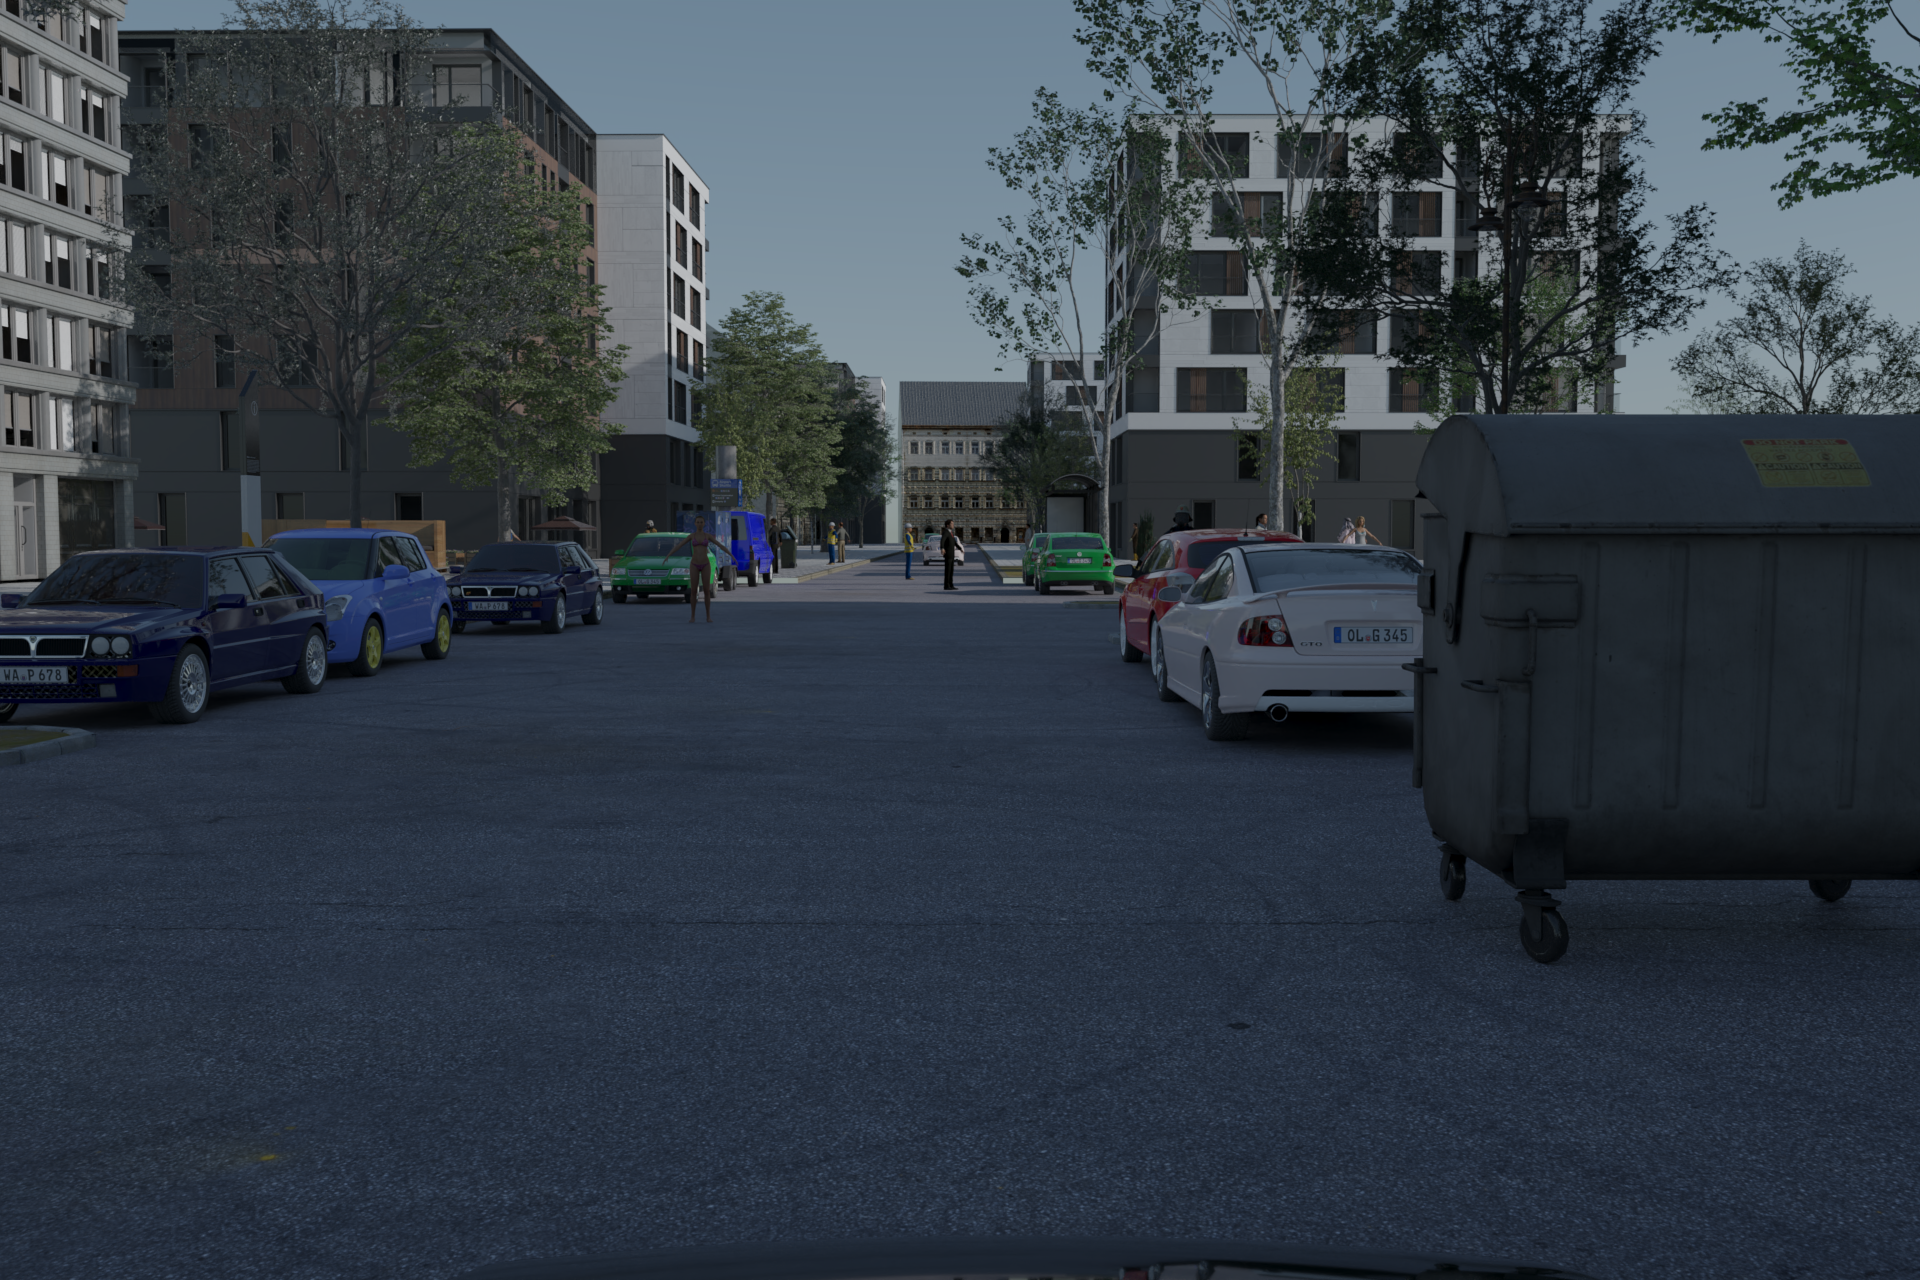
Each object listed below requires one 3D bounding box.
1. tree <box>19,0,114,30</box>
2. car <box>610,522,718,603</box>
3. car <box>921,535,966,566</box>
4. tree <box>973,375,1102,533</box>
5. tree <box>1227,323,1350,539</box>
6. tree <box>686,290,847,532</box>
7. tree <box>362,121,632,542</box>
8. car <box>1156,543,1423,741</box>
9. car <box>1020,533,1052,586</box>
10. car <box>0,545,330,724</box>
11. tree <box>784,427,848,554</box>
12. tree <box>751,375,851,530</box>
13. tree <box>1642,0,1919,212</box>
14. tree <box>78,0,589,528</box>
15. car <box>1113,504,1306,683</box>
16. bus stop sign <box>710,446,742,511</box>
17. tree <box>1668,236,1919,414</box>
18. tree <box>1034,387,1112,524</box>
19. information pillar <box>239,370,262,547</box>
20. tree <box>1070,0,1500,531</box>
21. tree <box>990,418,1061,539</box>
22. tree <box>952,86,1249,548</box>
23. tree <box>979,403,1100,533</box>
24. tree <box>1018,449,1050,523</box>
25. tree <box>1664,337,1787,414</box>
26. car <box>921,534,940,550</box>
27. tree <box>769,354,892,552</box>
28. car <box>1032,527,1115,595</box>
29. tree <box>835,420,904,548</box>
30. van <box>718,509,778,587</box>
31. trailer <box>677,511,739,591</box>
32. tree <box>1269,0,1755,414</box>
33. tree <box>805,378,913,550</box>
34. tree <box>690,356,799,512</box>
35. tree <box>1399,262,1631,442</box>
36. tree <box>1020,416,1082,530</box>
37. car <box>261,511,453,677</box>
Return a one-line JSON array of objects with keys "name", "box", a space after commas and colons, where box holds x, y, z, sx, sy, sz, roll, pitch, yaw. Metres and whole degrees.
[{"name": "tree", "box": [-12.346, -6.320, 13.710, 12.009, 13.543, 11.850, 0, 3, 0]}, {"name": "car", "box": [-6.318, -1.741, 37.263, 1.959, 1.807, 4.718, 0, 4, 0]}, {"name": "car", "box": [-0.760, -4.102, 79.422, 2.083, 1.381, 4.827, 0, 4, -1]}, {"name": "tree", "box": [6.179, -13.693, 134.254, 12.009, 13.543, 11.850, 0, 3, 0]}, {"name": "tree", "box": [11.434, -6.652, 59.122, 4.737, 8.622, 4.395, 0, 3, 0]}, {"name": "tree", "box": [-9.389, -9.992, 81.499, 7.486, 12.596, 7.792, 0, 3, 0]}, {"name": "tree", "box": [-13.260, -7.988, 48.730, 7.486, 12.596, 7.792, 0, 3, 0]}, {"name": "car", "box": [2.632, -0.063, 13.387, 2.083, 1.381, 4.827, 0, 4, 0]}, {"name": "car", "box": [2.695, -2.478, 49.317, 1.959, 1.807, 4.718, 0, 4, 0]}, {"name": "car", "box": [-6.650, -0.105, 14.295, 1.945, 1.354, 3.894, 0, 4, 0]}, {"name": "tree", "box": [-9.335, -9.767, 110.054, 4.737, 8.622, 4.395, 0, 3, 0]}, {"name": "tree", "box": [-9.331, -10.013, 98.122, 7.601, 10.594, 8.767, -3, 5, -44]}, {"name": "tree", "box": [9.058, -5.394, 13.941, 9.928, 11.665, 9.643, 0, 3, 0]}, {"name": "tree", "box": [-12.884, -7.716, 36.531, 12.009, 13.543, 11.850, 0, 3, 0]}, {"name": "car", "box": [2.723, -0.554, 18.105, 2.155, 1.783, 4.494, 0, 4, -1]}, {"name": "bus stop sign", "box": [-6.999, -3.845, 51.880, 0.837, 3.901, 0.837, 0, 4, 1]}, {"name": "tree", "box": [26.804, -7.299, 53.744, 8.767, 10.594, 7.601, 0, 4, 3]}, {"name": "tree", "box": [5.725, -8.323, 86.443, 4.360, 8.622, 3.978, 0, 3, 0]}, {"name": "information pillar", "box": [-10.061, -2.033, 24.594, 0.183, 3.616, 0.504, 0, 4, 1]}, {"name": "tree", "box": [10.085, -11.658, 46.505, 12.611, 20.169, 13.585, 0, 3, 0]}, {"name": "tree", "box": [6.417, -13.920, 153.349, 9.928, 11.665, 9.643, 0, 3, 0]}, {"name": "tree", "box": [5.673, -13.290, 73.187, 12.611, 20.169, 13.585, 0, 3, 0]}, {"name": "tree", "box": [5.861, -11.532, 122.968, 8.767, 10.594, 7.601, -1, 4, -18]}, {"name": "tree", "box": [6.857, -11.862, 144.301, 4.360, 8.622, 3.978, 0, 3, 0]}, {"name": "tree", "box": [28.262, -7.036, 65.396, 4.360, 8.622, 3.978, 0, 3, 0]}, {"name": "car", "box": [-2.487, -8.946, 155.059, 1.959, 1.807, 4.718, 0, 3, 0]}, {"name": "tree", "box": [-9.518, -13.099, 120.821, 9.857, 13.997, 8.962, 0, 3, 0]}, {"name": "car", "box": [2.757, -2.046, 42.255, 1.959, 1.807, 4.718, 0, 3, 0]}, {"name": "tree", "box": [-8.924, -14.113, 156.501, 9.928, 11.665, 9.643, 0, 3, 0]}, {"name": "van", "box": [-6.408, -2.704, 48.590, 2.240, 2.365, 5.245, 0, 4, 0]}, {"name": "trailer", "box": [-6.438, -2.204, 43.082, 1.471, 1.999, 3.904, 0, 4, 0]}, {"name": "tree", "box": [8.040, -5.637, 26.572, 7.601, 10.594, 8.767, -2, 4, -28]}, {"name": "tree", "box": [-9.298, -13.812, 136.202, 12.009, 13.543, 11.850, 0, 3, 0]}, {"name": "tree", "box": [-9.140, -7.451, 72.182, 4.737, 8.622, 4.395, 0, 3, 0]}, {"name": "tree", "box": [20.416, -8.469, 64.217, 9.928, 11.665, 9.643, 0, 3, 0]}, {"name": "tree", "box": [5.848, -9.684, 108.693, 4.737, 8.622, 4.395, 0, 3, 0]}, {"name": "car", "box": [-6.723, -0.545, 18.510, 1.945, 1.707, 3.694, 0, 3, 0]}]
